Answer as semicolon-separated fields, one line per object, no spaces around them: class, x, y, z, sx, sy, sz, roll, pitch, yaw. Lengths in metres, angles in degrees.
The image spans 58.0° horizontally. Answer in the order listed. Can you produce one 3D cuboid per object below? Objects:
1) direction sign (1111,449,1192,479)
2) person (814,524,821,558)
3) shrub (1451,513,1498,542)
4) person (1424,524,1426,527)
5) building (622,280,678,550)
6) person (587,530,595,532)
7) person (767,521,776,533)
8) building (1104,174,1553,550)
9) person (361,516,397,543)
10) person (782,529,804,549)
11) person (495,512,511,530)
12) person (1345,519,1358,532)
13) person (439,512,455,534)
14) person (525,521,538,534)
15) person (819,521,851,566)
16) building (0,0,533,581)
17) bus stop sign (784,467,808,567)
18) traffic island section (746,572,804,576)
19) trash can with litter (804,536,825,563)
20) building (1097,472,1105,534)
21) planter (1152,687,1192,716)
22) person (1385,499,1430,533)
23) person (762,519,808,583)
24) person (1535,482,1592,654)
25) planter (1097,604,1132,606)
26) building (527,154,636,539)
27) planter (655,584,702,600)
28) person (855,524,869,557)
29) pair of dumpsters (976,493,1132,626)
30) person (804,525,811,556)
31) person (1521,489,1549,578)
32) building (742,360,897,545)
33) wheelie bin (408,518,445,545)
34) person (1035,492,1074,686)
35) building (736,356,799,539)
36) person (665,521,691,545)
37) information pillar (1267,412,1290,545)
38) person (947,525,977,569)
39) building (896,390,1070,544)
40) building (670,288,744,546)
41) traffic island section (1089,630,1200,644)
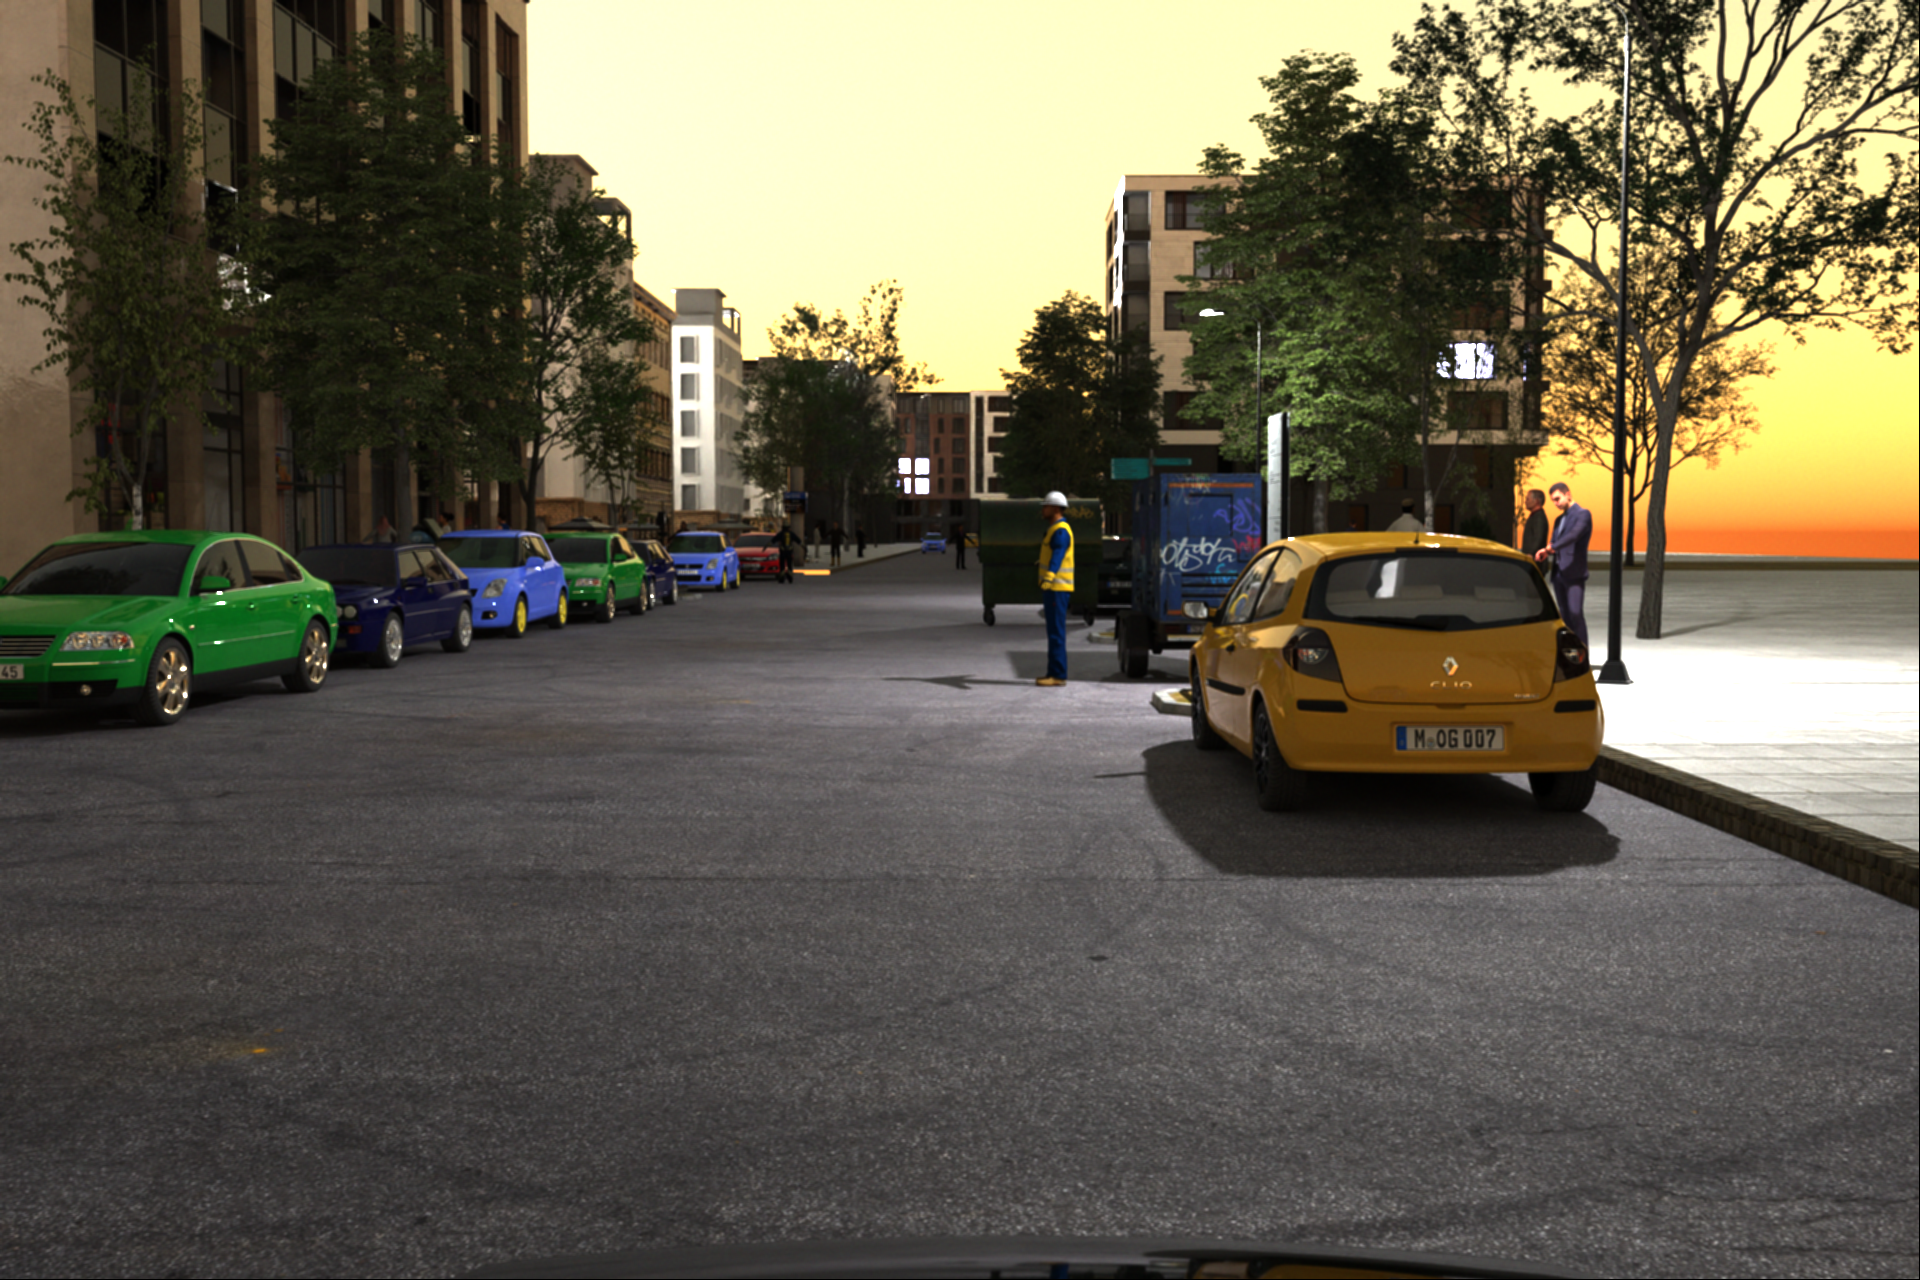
direction sign;5.998;-3.981;53.858;2.525;3.948;1.411;0;4;0
person;-7.583;-5.271;92.367;0.705;1.806;1.347;-1;4;-15
shrub;19.225;-3.714;64.763;1.661;2.075;1.752;0;3;0
person;11.923;-2.361;45.455;0.742;1.727;0.445;2;4;23
building;-29.116;-17.091;110.369;19.493;23.208;18.063;0;3;0
person;-17.402;-4.573;81.487;1.216;1.740;0.721;-3;4;-39
person;-7.344;-3.671;66.481;0.721;1.772;1.216;2;4;26
building;23.406;-16.580;115.065;27.936;21.610;32.646;0;4;1
person;-16.581;-2.674;49.860;1.347;1.811;0.704;-1;4;-18
person;-5.806;-2.985;57.383;1.348;1.813;0.705;0;4;4
person;-10.870;-2.133;41.040;0.704;1.807;1.345;1;4;22
person;11.277;-2.621;49.814;0.530;1.710;0.541;-1;4;-20
person;-10.904;-1.810;36.371;0.721;1.739;1.217;-2;4;-28
person;-15.610;-3.462;62.735;0.704;1.817;1.347;2;4;27
person;-4.999;-3.879;69.558;1.346;1.812;0.704;1;4;14
building;-29.056;-17.541;53.018;22.709;31.103;35.509;0;4;1
bus stop sign;-6.415;-4.815;67.747;0.837;3.901;0.837;0;4;0
traffic island section;-6.475;-2.298;60.438;1.991;0.108;1.994;0;4;1
trash can with litter;-6.861;-4.102;78.122;1.678;1.210;2.233;0;4;2
building;22.083;-16.448;211.069;9.099;9.664;28.070;0;4;1
planter;2.618;0.417;14.321;1.991;0.319;1.994;0;4;1
person;6.833;-1.240;26.367;0.704;1.819;1.344;-3;5;-43
person;-5.087;-2.587;50.540;1.354;1.856;0.705;-1;4;-16
person;5.626;-0.593;16.191;0.568;1.767;0.683;-1;4;-15
planter;2.857;-0.871;35.376;1.991;0.319;1.994;0;4;1
building;-24.037;-14.150;87.777;16.016;20.090;11.380;0;4;1
planter;-6.781;-1.053;38.351;1.991;0.319;1.994;0;4;1
person;-5.447;-5.461;95.215;0.705;1.837;1.347;2;4;29
pair of dumpsters;2.476;-1.378;27.475;4.436;2.255;1.574;0;4;0
person;-9.125;-5.806;101.110;0.705;1.806;1.347;-2;4;-35
person;6.727;-0.868;20.364;0.705;1.807;1.348;1;4;17
building;-22.820;-22.976;219.627;27.936;21.610;32.646;0;4;1
wheelie bin;-10.609;-1.634;34.628;0.693;1.594;0.980;0;4;0
person;0.874;-0.489;16.430;0.705;1.833;1.349;0;4;2
building;-23.194;-20.133;185.598;16.016;20.090;11.380;0;4;1
person;-9.530;-3.228;59.589;1.215;1.729;0.721;0;4;4
information pillar;6.277;-2.621;34.166;0.184;3.620;1.656;0;4;1
person;0.043;-3.790;70.650;1.346;1.802;0.704;-2;4;-29
building;-0.951;-25.145;257.553;32.646;21.610;27.936;0;4;-1
building;-23.660;-17.006;134.464;16.016;20.090;11.380;0;4;2
traffic island section;2.743;-0.028;23.321;1.991;0.108;1.994;0;4;1
